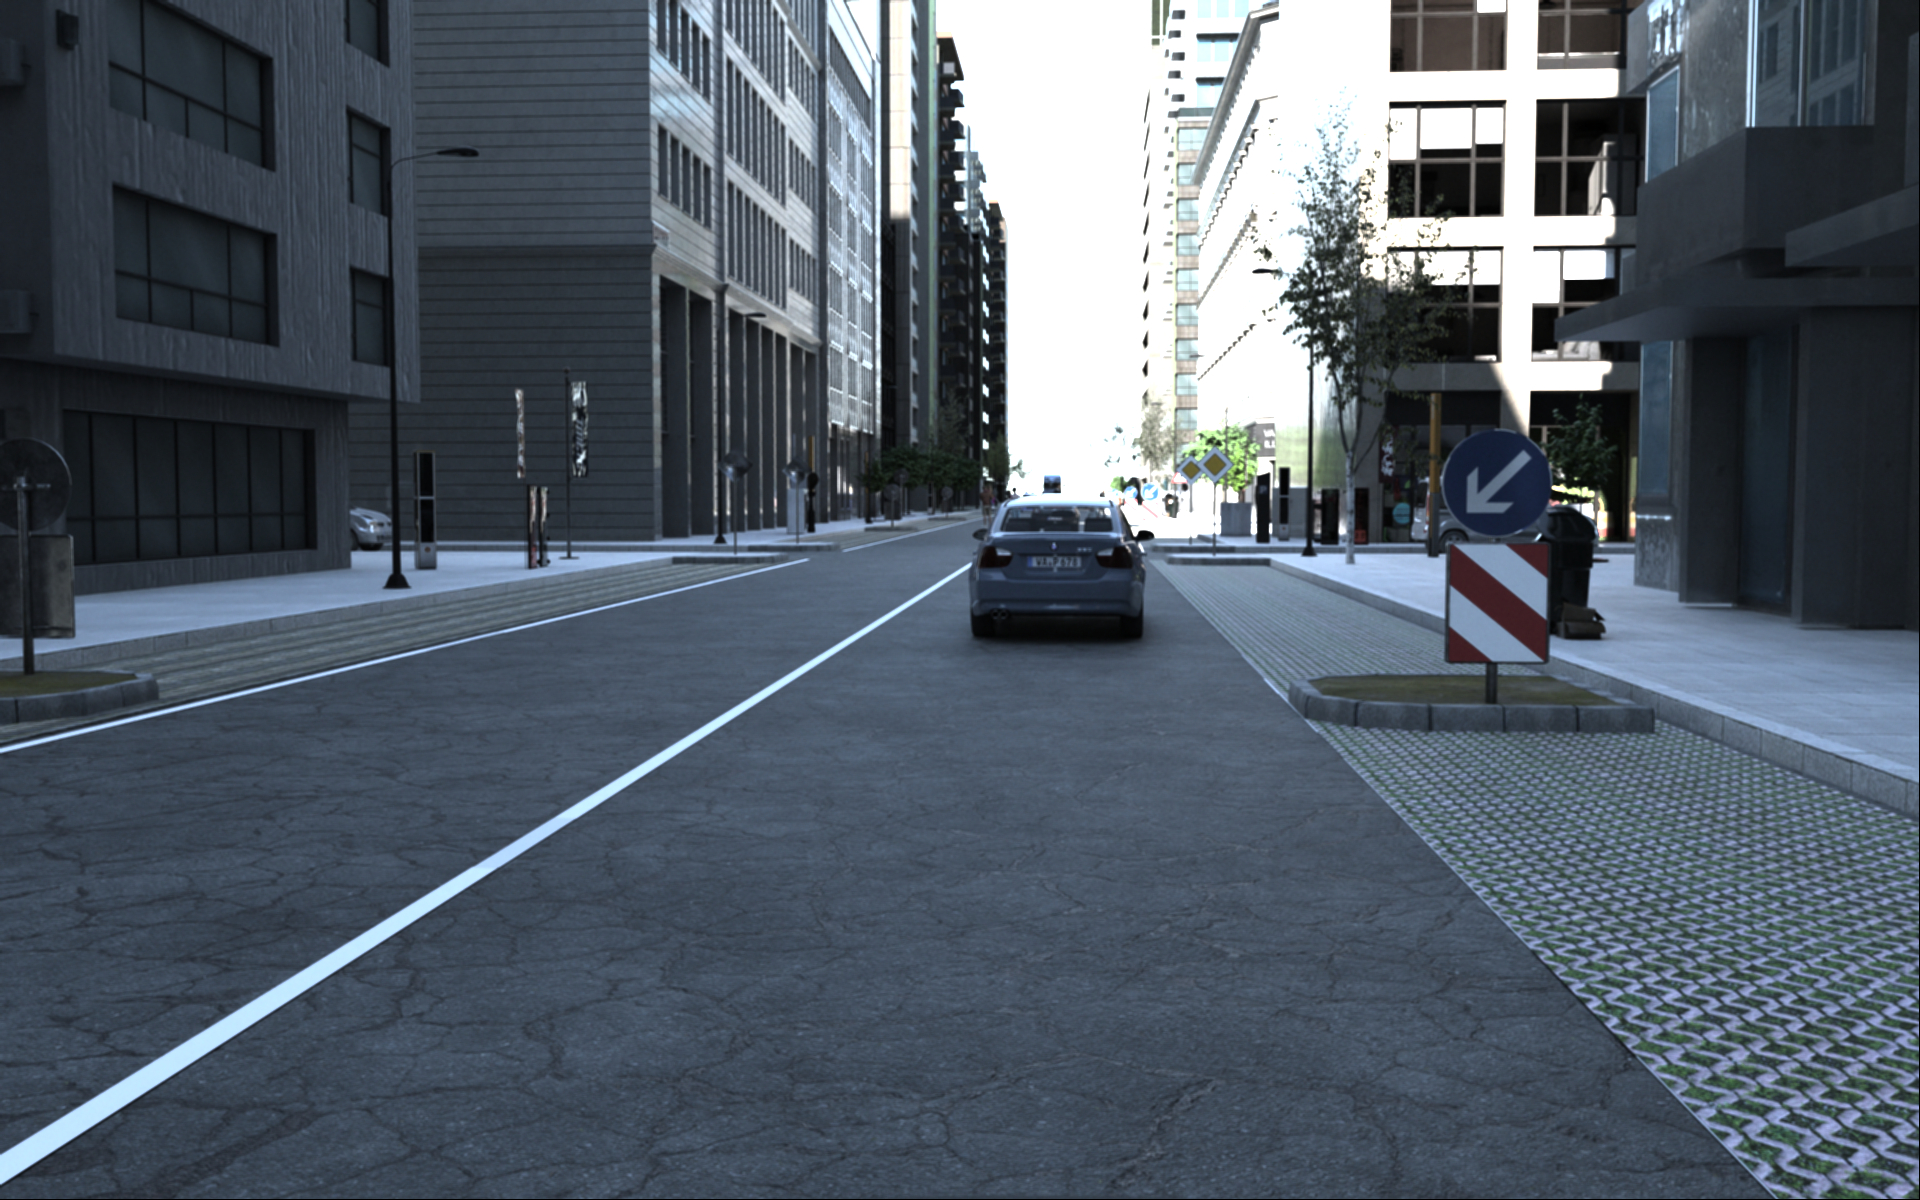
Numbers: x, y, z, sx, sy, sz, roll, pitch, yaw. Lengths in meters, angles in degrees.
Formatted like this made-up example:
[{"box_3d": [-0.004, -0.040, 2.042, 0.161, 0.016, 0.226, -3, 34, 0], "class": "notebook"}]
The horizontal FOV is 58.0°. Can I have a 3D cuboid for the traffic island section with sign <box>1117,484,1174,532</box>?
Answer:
[{"box_3d": [7.108, -3.501, 65.868, 1.989, 1.847, 2.006, 0, 4, 4], "class": "traffic island section with sign"}]

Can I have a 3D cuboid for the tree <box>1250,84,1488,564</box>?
[{"box_3d": [7.196, -4.958, 31.429, 4.360, 8.622, 3.978, 0, 3, 0], "class": "tree"}]

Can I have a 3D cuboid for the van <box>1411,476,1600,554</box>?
[{"box_3d": [12.556, -2.009, 39.863, 4.112, 2.044, 2.013, 0, 4, 2], "class": "van"}]

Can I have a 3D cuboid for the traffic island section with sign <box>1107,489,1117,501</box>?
[{"box_3d": [9.081, -5.181, 93.336, 1.989, 1.847, 2.006, 0, 4, 4], "class": "traffic island section with sign"}]

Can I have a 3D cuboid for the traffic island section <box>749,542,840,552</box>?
[{"box_3d": [-4.203, -1.366, 44.613, 2.009, 0.180, 2.903, 0, 4, 4], "class": "traffic island section"}]

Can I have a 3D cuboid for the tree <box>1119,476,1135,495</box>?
[{"box_3d": [18.152, -11.700, 185.888, 1.663, 3.219, 1.824, 0, 3, 0], "class": "tree"}]

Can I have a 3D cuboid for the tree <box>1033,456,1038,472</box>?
[{"box_3d": [9.204, -18.730, 256.589, 4.737, 8.622, 4.395, 0, 3, 0], "class": "tree"}]

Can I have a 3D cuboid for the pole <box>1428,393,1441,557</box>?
[{"box_3d": [9.622, -2.524, 35.110, 0.158, 3.312, 0.155, 0, 3, 0], "class": "pole"}]

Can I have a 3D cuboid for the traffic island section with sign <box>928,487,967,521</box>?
[{"box_3d": [-0.664, -5.230, 94.135, 1.989, 1.847, 2.006, 0, 4, 4], "class": "traffic island section with sign"}]

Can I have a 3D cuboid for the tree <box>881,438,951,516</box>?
[{"box_3d": [-3.194, -7.137, 100.407, 4.285, 4.588, 4.351, 0, 3, 0], "class": "tree"}]

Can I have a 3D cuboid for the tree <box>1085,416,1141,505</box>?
[{"box_3d": [19.276, -16.582, 205.527, 8.767, 10.594, 7.601, -3, 5, -40], "class": "tree"}]

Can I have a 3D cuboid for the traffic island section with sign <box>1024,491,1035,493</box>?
[{"box_3d": [10.695, -14.932, 252.771, 1.989, 1.847, 2.006, 0, 4, 4], "class": "traffic island section with sign"}]

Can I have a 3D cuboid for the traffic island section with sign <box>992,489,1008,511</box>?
[{"box_3d": [2.865, -8.245, 143.441, 1.989, 1.847, 2.006, 0, 4, 4], "class": "traffic island section with sign"}]

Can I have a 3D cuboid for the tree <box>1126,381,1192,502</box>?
[{"box_3d": [12.799, -9.893, 112.113, 4.360, 8.622, 3.978, 0, 3, 0], "class": "tree"}]

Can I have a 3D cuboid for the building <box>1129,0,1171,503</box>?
[{"box_3d": [34.101, -49.091, 240.889, 20.563, 71.187, 20.611, 0, 4, 4], "class": "building"}]

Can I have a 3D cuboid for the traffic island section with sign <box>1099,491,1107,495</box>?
[{"box_3d": [12.621, -8.209, 142.844, 1.989, 1.847, 2.006, 0, 4, 4], "class": "traffic island section with sign"}]

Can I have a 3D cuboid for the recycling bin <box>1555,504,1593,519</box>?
[{"box_3d": [15.504, -1.909, 43.774, 0.722, 1.027, 0.722, 0, 4, -2], "class": "recycling bin"}]

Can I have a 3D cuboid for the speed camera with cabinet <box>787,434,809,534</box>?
[{"box_3d": [-5.239, -3.773, 56.029, 0.660, 3.252, 2.038, 0, 4, -1], "class": "speed camera with cabinet"}]

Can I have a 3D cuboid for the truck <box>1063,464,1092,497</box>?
[{"box_3d": [11.330, -10.837, 166.099, 2.839, 4.237, 11.283, 0, 4, 3], "class": "truck"}]

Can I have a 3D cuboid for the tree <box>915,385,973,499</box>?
[{"box_3d": [-1.044, -10.234, 117.680, 4.360, 8.622, 3.978, 0, 3, 0], "class": "tree"}]

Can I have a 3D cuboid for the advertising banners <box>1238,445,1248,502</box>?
[{"box_3d": [9.995, -3.973, 61.144, 0.090, 3.025, 2.074, 1, 4, 17], "class": "advertising banners"}]

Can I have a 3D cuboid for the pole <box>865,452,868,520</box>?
[{"box_3d": [-4.483, -5.489, 83.590, 0.158, 3.312, 0.155, 0, 3, 0], "class": "pole"}]

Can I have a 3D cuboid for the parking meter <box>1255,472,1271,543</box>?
[{"box_3d": [7.929, -2.427, 45.395, 0.399, 1.863, 0.255, 1, 4, 10], "class": "parking meter"}]

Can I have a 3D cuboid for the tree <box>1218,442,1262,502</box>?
[{"box_3d": [10.292, -4.297, 64.855, 1.663, 3.219, 1.824, 0, 3, 0], "class": "tree"}]

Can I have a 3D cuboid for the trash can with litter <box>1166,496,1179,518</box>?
[{"box_3d": [11.280, -4.965, 92.567, 0.624, 1.170, 1.055, -1, 4, -17], "class": "trash can with litter"}]

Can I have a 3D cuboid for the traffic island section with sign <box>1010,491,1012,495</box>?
[{"box_3d": [4.844, -9.935, 171.063, 1.989, 1.847, 2.006, 0, 4, 4], "class": "traffic island section with sign"}]

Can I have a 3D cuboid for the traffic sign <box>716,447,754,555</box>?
[{"box_3d": [-4.749, -2.015, 36.585, 0.795, 2.450, 0.064, 0, 4, 4], "class": "traffic sign"}]

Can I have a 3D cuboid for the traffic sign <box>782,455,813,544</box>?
[{"box_3d": [-4.179, -2.502, 44.550, 0.795, 2.450, 0.064, 0, 4, 4], "class": "traffic sign"}]

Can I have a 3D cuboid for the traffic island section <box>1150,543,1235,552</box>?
[{"box_3d": [5.862, -1.322, 43.891, 2.009, 0.180, 2.903, 0, 4, 4], "class": "traffic island section"}]

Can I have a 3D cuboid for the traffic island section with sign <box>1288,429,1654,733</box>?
[{"box_3d": [3.210, -0.164, 11.307, 1.989, 1.847, 2.006, 0, 4, 4], "class": "traffic island section with sign"}]

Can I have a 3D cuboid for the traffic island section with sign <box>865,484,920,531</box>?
[{"box_3d": [-2.596, -3.575, 67.075, 1.989, 1.847, 2.006, 0, 4, 4], "class": "traffic island section with sign"}]

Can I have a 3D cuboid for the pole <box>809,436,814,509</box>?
[{"box_3d": [-5.230, -4.108, 61.009, 0.158, 3.312, 0.155, 0, 3, 0], "class": "pole"}]

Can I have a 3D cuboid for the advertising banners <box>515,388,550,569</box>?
[{"box_3d": [-7.346, -2.052, 29.730, 0.090, 3.025, 2.074, 0, 4, 0], "class": "advertising banners"}]

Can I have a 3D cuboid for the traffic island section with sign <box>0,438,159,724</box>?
[{"box_3d": [-6.571, -0.179, 11.555, 1.989, 1.847, 2.006, 0, 4, 4], "class": "traffic island section with sign"}]

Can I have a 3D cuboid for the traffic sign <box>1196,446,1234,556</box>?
[{"box_3d": [5.268, -1.970, 35.851, 0.795, 2.450, 0.064, 0, 4, 4], "class": "traffic sign"}]

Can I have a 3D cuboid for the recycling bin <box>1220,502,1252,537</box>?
[{"box_3d": [8.380, -2.450, 52.605, 0.722, 1.027, 0.722, -2, 4, -24], "class": "recycling bin"}]

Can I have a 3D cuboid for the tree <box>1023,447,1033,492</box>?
[{"box_3d": [5.813, -16.016, 212.224, 4.737, 8.622, 4.395, 0, 3, 0], "class": "tree"}]

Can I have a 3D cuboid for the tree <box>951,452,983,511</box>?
[{"box_3d": [-1.650, -7.909, 113.018, 4.285, 4.588, 4.351, 0, 3, 0], "class": "tree"}]

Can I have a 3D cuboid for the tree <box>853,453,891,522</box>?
[{"box_3d": [-3.905, -5.292, 81.125, 1.663, 3.219, 1.824, 0, 3, 0], "class": "tree"}]

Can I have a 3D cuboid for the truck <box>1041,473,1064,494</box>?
[{"box_3d": [12.103, -14.647, 229.238, 2.967, 4.110, 18.799, 0, 4, 2], "class": "truck"}]

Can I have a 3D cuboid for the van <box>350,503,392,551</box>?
[{"box_3d": [-15.926, -2.155, 42.246, 4.112, 2.044, 2.013, 0, 4, 5], "class": "van"}]

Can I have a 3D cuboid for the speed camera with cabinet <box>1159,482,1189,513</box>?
[{"box_3d": [14.346, -7.450, 116.141, 2.038, 3.252, 0.660, -2, 4, -25], "class": "speed camera with cabinet"}]

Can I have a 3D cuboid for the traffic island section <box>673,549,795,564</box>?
[{"box_3d": [-4.773, -0.879, 36.649, 2.009, 0.180, 2.903, 0, 4, 4], "class": "traffic island section"}]

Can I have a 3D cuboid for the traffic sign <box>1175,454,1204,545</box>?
[{"box_3d": [5.838, -2.457, 43.816, 0.795, 2.450, 0.064, 0, 4, 4], "class": "traffic sign"}]

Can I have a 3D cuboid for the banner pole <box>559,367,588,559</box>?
[{"box_3d": [-7.573, -2.695, 34.080, 0.863, 3.779, 0.401, 3, 5, 40], "class": "banner pole"}]

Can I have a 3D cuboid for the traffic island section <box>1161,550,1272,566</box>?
[{"box_3d": [5.292, -0.835, 35.926, 2.009, 0.180, 2.903, 0, 4, 4], "class": "traffic island section"}]

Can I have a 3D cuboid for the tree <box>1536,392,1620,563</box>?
[{"box_3d": [11.845, -2.346, 32.957, 1.663, 3.219, 1.824, 0, 3, 0], "class": "tree"}]

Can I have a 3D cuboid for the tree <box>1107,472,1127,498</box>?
[{"box_3d": [23.848, -16.925, 260.439, 4.285, 4.588, 4.351, 0, 3, 0], "class": "tree"}]

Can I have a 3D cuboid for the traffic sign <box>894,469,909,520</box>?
[{"box_3d": [-2.942, -5.277, 86.392, 0.768, 2.556, 0.104, 1, 4, 9], "class": "traffic sign"}]

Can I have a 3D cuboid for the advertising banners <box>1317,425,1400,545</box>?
[{"box_3d": [10.035, -2.900, 43.601, 2.074, 3.025, 0.090, 0, 4, -4], "class": "advertising banners"}]

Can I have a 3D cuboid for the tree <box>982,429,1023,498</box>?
[{"box_3d": [3.973, -14.930, 194.465, 4.737, 8.622, 4.395, 0, 3, 0], "class": "tree"}]

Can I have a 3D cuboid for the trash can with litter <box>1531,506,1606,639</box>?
[{"box_3d": [5.576, -0.262, 15.669, 0.624, 1.170, 1.055, 0, 4, -1], "class": "trash can with litter"}]

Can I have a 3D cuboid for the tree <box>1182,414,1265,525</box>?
[{"box_3d": [10.843, -5.369, 71.504, 4.285, 4.588, 4.351, 0, 3, 0], "class": "tree"}]

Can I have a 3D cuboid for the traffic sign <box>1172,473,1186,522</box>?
[{"box_3d": [10.158, -4.862, 79.498, 0.884, 2.594, 0.081, 1, 4, 10], "class": "traffic sign"}]
